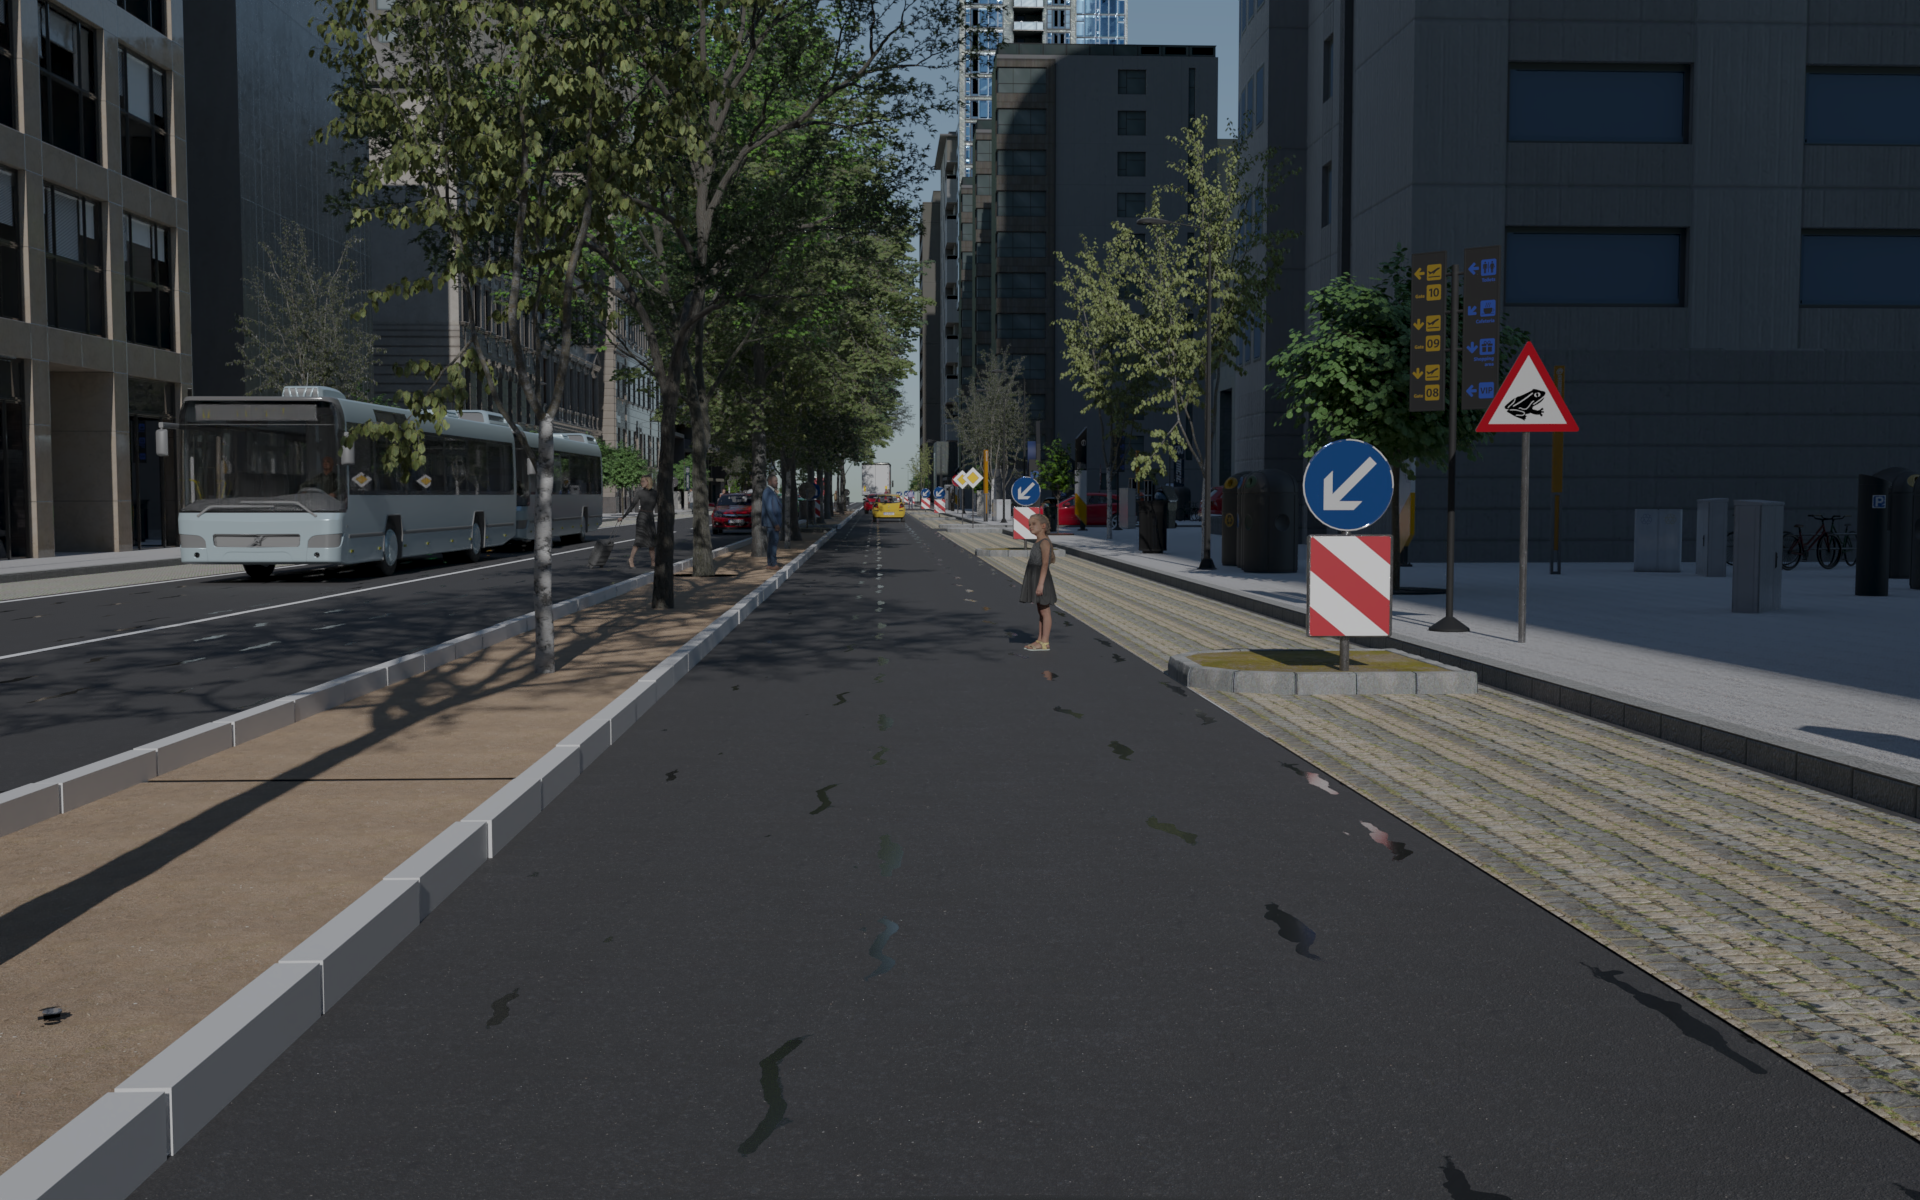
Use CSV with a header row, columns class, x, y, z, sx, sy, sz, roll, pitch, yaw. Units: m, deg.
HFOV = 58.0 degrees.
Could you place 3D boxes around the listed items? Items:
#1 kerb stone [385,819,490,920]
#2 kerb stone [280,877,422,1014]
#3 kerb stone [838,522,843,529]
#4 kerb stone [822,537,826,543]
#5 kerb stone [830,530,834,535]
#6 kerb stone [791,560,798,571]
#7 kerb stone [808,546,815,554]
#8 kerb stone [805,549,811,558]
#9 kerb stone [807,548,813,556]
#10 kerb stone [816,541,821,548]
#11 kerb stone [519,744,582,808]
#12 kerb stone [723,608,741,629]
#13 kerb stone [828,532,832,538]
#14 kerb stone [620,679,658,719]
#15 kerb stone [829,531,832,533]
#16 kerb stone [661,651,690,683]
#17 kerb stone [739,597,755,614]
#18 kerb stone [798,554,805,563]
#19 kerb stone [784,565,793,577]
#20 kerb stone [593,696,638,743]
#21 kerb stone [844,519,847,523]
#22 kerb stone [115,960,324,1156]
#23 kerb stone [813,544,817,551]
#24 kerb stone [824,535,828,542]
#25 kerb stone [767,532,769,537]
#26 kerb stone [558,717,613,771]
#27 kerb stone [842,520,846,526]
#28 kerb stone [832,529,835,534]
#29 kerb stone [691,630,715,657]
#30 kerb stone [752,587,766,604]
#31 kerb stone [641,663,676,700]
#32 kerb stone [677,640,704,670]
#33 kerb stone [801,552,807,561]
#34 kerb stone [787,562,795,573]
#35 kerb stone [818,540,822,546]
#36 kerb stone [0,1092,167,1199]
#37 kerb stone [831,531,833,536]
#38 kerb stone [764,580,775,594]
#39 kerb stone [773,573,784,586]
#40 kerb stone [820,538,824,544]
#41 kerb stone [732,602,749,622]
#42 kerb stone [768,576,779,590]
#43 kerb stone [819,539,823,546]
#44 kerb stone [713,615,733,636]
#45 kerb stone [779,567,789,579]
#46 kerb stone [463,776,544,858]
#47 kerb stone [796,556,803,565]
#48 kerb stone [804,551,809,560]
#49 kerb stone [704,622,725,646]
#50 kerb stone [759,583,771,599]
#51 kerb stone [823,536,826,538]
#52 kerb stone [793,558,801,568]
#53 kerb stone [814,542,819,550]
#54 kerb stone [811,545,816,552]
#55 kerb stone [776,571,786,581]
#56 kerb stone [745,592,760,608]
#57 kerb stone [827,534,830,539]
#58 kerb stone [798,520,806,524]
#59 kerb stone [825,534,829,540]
class,x,y,z,sx,sy,sz,roll,pitch,yaw
kerb stone,-1.890,0.973,6.289,0.120,0.150,1.000,0,4,-3
kerb stone,-1.836,1.036,5.263,0.120,0.150,1.000,0,4,-3
kerb stone,-5.045,-3.067,72.354,0.120,0.150,1.000,0,4,-3
kerb stone,-3.890,-1.590,48.289,0.120,0.150,1.000,0,4,-3
kerb stone,-4.339,-2.159,57.508,0.120,0.150,1.000,0,4,-3
kerb stone,-3.113,-0.593,31.896,0.120,0.150,1.000,0,4,-3
kerb stone,-3.500,-1.094,40.090,0.120,0.150,1.000,0,4,-3
kerb stone,-3.401,-0.965,38.042,0.120,0.150,1.000,0,4,-3
kerb stone,-3.452,-1.028,39.063,0.120,0.150,1.000,0,4,-3
kerb stone,-3.698,-1.344,44.197,0.120,0.150,1.000,0,4,-3
kerb stone,-1.978,0.853,8.343,0.120,0.150,1.000,0,4,-3
kerb stone,-2.476,0.225,18.572,0.120,0.150,1.000,0,4,-3
kerb stone,-4.190,-1.972,54.438,0.120,0.150,1.000,0,4,-3
kerb stone,-2.128,0.665,11.409,0.120,0.150,1.000,0,4,-3
kerb stone,-4.240,-2.034,55.459,0.120,0.150,1.000,0,4,-3
kerb stone,-2.228,0.535,13.451,0.120,0.150,1.000,0,4,-3
kerb stone,-2.572,0.096,20.621,0.120,0.150,1.000,0,4,-3
kerb stone,-3.256,-0.779,34.966,0.120,0.150,1.000,0,4,-3
kerb stone,-3.008,-0.464,29.854,0.120,0.150,1.000,0,4,-3
kerb stone,-2.077,0.725,10.388,0.120,0.150,1.000,0,4,-3
kerb stone,-5.393,-3.506,79.513,0.120,0.150,1.000,0,4,-3
kerb stone,-1.788,1.098,4.242,0.120,0.150,1.000,0,4,-3
kerb stone,-3.608,-1.217,42.138,0.120,0.150,1.000,0,4,-3
kerb stone,-3.998,-1.721,50.330,0.120,0.150,1.000,0,4,-3
kerb stone,-6.578,-2.341,60.478,0.120,0.150,1.000,0,4,-3
kerb stone,-2.031,0.786,9.367,0.120,0.150,1.000,0,4,-3
kerb stone,-5.299,-3.372,77.472,0.120,0.150,1.000,0,4,-3
kerb stone,-4.382,-2.222,58.529,0.120,0.150,1.000,0,4,-3
kerb stone,-2.324,0.410,15.493,0.120,0.150,1.000,0,4,-3
kerb stone,-2.668,-0.029,22.667,0.120,0.150,1.000,0,4,-3
kerb stone,-2.179,0.597,12.430,0.120,0.150,1.000,0,4,-3
kerb stone,-2.275,0.472,14.472,0.120,0.150,1.000,0,4,-3
kerb stone,-3.307,-0.844,35.991,0.120,0.150,1.000,0,4,-3
kerb stone,-3.066,-0.531,30.874,0.120,0.150,1.000,0,4,-3
kerb stone,-3.744,-1.408,45.221,0.120,0.150,1.000,0,4,-3
kerb stone,-1.742,1.161,3.220,0.120,0.150,1.000,0,4,-3
kerb stone,-4.292,-2.097,56.487,0.120,0.150,1.000,0,4,-3
kerb stone,-2.761,-0.154,24.719,0.120,0.150,1.000,0,4,-3
kerb stone,-2.855,-0.280,26.773,0.120,0.150,1.000,0,4,-3
kerb stone,-3.855,-1.531,47.267,0.120,0.150,1.000,0,4,-3
kerb stone,-2.516,0.159,19.600,0.120,0.150,1.000,0,4,-3
kerb stone,-2.814,-0.217,25.748,0.120,0.150,1.000,0,4,-3
kerb stone,-3.800,-1.471,46.246,0.120,0.150,1.000,0,4,-3
kerb stone,-2.426,0.285,17.541,0.120,0.150,1.000,0,4,-3
kerb stone,-2.969,-0.406,28.832,0.120,0.150,1.000,0,4,-3
kerb stone,-1.926,0.910,7.311,0.120,0.150,1.000,0,4,-3
kerb stone,-3.206,-0.718,33.940,0.120,0.150,1.000,0,4,-3
kerb stone,-3.360,-0.907,37.020,0.120,0.150,1.000,0,4,-3
kerb stone,-2.374,0.347,16.517,0.120,0.150,1.000,0,4,-3
kerb stone,-2.710,-0.091,23.691,0.120,0.150,1.000,0,4,-3
kerb stone,-3.950,-1.655,49.309,0.120,0.150,1.000,0,4,-3
kerb stone,-3.162,-0.651,32.917,0.120,0.150,1.000,0,4,-3
kerb stone,-3.650,-1.283,43.167,0.120,0.150,1.000,0,4,-3
kerb stone,-3.550,-1.157,41.117,0.120,0.150,1.000,0,4,-3
kerb stone,-2.914,-0.335,27.797,0.120,0.150,1.000,0,4,-3
kerb stone,-2.623,0.034,21.644,0.120,0.150,1.000,0,4,-3
kerb stone,-4.093,-1.844,52.381,0.120,0.150,1.000,0,4,-3
kerb stone,-7.783,-3.878,85.604,0.120,0.150,1.000,0,4,-3
kerb stone,-4.040,-1.784,51.360,0.120,0.150,1.000,0,4,-3
